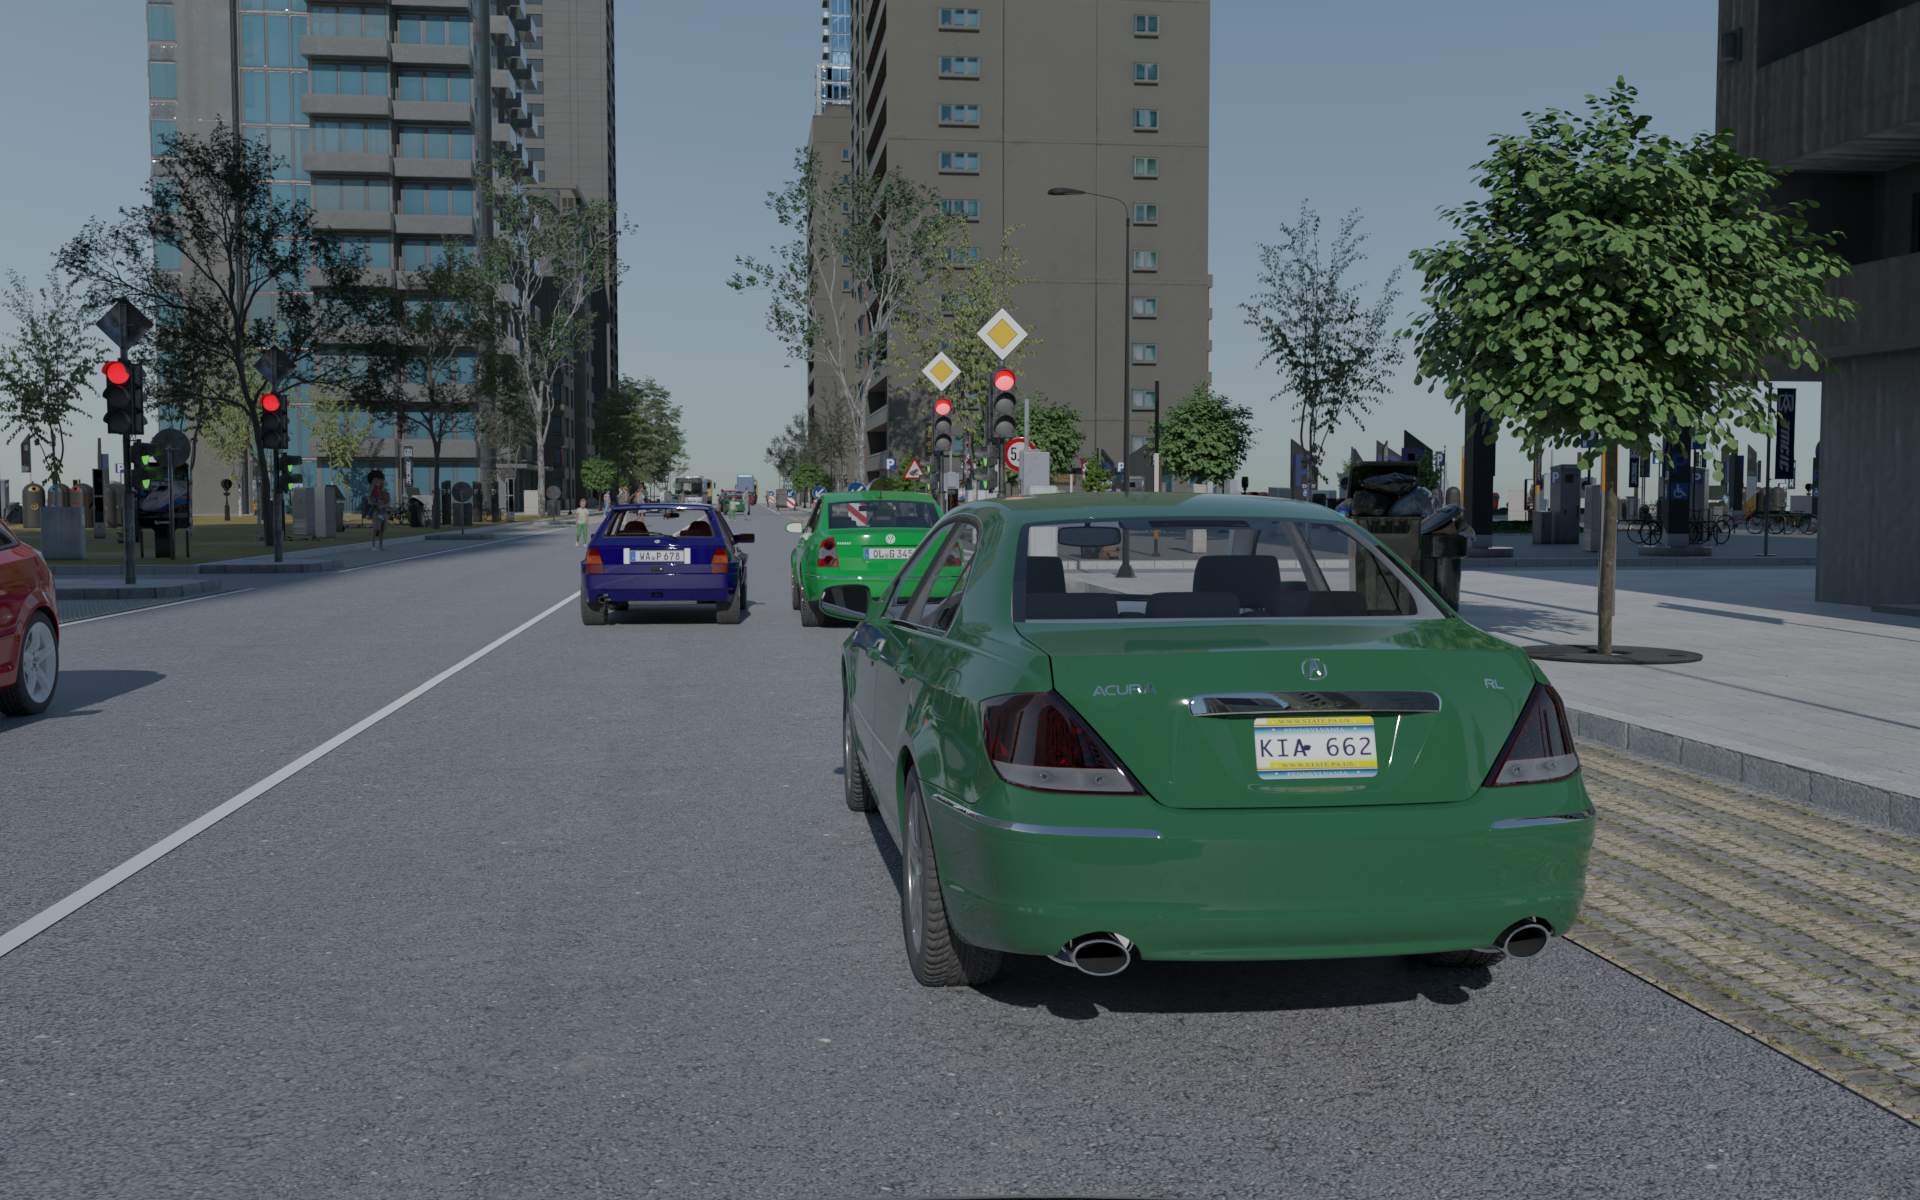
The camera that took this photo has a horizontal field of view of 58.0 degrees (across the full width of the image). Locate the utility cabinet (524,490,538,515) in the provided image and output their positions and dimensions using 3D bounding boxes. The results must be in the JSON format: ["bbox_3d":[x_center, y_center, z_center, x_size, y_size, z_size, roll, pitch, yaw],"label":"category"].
[{"bbox_3d":[-25.789,-5.889,104.965,1.173,1.500,0.318,0,4,3],"label":"utility cabinet"}]

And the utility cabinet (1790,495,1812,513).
[{"bbox_3d":[39.533,-4.292,81.343,0.306,1.237,1.020,-2,4,-30],"label":"utility cabinet"}]

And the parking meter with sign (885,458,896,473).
[{"bbox_3d":[-3.061,-5.448,85.328,0.543,3.016,1.738,1,4,23],"label":"parking meter with sign"}]

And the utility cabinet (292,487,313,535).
[{"bbox_3d":[-20.458,-2.770,53.973,0.318,1.500,1.173,-3,5,-41],"label":"utility cabinet"}]

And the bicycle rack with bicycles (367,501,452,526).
[{"bbox_3d":[-22.860,-3.534,71.168,2.925,0.926,2.852,1,4,20],"label":"bicycle rack with bicycles"}]

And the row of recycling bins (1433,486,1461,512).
[{"bbox_3d":[25.440,-5.319,94.072,3.534,1.692,1.069,2,4,34],"label":"row of recycling bins"}]

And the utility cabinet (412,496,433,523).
[{"bbox_3d":[-23.555,-3.965,75.987,0.306,1.237,1.020,2,4,24],"label":"utility cabinet"}]

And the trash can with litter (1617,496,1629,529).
[{"bbox_3d":[23.281,-3.117,62.019,2.233,1.210,1.678,0,4,5],"label":"trash can with litter"}]

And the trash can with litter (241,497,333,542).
[{"bbox_3d":[-18.477,-2.239,47.662,2.233,1.210,1.678,0,4,-6],"label":"trash can with litter"}]

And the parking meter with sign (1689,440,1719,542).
[{"bbox_3d":[20.179,-3.119,47.257,0.543,3.016,1.738,2,4,32],"label":"parking meter with sign"}]

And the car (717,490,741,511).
[{"bbox_3d":[-19.354,-8.403,146.056,2.281,1.827,5.304,-1,4,-9],"label":"car"}]

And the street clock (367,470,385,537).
[{"bbox_3d":[-17.589,-2.915,52.223,0.471,2.002,0.358,0,4,-4],"label":"street clock"}]

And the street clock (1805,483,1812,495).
[{"bbox_3d":[56.635,-6.790,115.583,0.358,2.002,0.471,-1,4,-21],"label":"street clock"}]

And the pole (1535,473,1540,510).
[{"bbox_3d":[23.937,-4.772,71.862,0.158,3.312,0.155,0,3,0],"label":"pole"}]

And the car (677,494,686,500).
[{"bbox_3d":[-24.457,-8.314,147.728,2.131,1.459,4.920,-1,4,-9],"label":"car"}]

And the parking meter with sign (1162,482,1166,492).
[{"bbox_3d":[12.828,-7.016,110.970,1.738,3.016,0.543,-1,4,-17],"label":"parking meter with sign"}]

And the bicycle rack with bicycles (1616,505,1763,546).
[{"bbox_3d":[18.242,-1.885,44.206,2.925,0.926,2.852,0,4,-5],"label":"bicycle rack with bicycles"}]

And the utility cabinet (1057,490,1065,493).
[{"bbox_3d":[6.008,-5.841,104.183,0.318,1.500,1.173,1,4,21],"label":"utility cabinet"}]

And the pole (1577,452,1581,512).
[{"bbox_3d":[30.043,-5.520,84.091,0.158,3.312,0.155,0,3,0],"label":"pole"}]

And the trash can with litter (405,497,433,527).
[{"bbox_3d":[-20.852,-3.395,66.900,0.624,1.170,1.055,2,4,32],"label":"trash can with litter"}]

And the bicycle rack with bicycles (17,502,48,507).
[{"bbox_3d":[-42.755,-4.121,80.761,2.852,0.926,2.925,0,4,2],"label":"bicycle rack with bicycles"}]

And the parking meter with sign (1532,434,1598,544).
[{"bbox_3d":[15.524,-2.950,44.493,1.738,3.016,0.543,-2,4,-25],"label":"parking meter with sign"}]

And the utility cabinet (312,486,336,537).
[{"bbox_3d":[-18.665,-2.586,50.962,0.318,1.500,1.173,-2,4,-34],"label":"utility cabinet"}]

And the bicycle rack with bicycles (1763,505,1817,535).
[{"bbox_3d":[26.192,-2.571,55.421,2.852,0.926,2.925,-2,4,-30],"label":"bicycle rack with bicycles"}]

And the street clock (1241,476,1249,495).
[{"bbox_3d":[11.714,-4.077,71.226,0.358,2.002,0.471,1,4,19],"label":"street clock"}]

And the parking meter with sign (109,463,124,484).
[{"bbox_3d":[-48.331,-6.288,99.062,1.738,3.016,0.543,3,5,41],"label":"parking meter with sign"}]

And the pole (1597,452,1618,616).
[{"bbox_3d":[6.818,-1.489,18.181,0.158,3.312,0.155,0,3,0],"label":"pole"}]

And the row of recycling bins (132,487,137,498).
[{"bbox_3d":[-33.560,-3.843,69.952,1.069,1.692,3.534,0,4,0],"label":"row of recycling bins"}]

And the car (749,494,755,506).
[{"bbox_3d":[-26.296,-12.466,212.851,2.155,1.783,4.494,0,4,-7],"label":"car"}]

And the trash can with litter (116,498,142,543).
[{"bbox_3d":[-21.761,-2.086,45.488,0.624,1.170,1.055,-1,4,-12],"label":"trash can with litter"}]

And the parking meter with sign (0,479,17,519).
[{"bbox_3d":[-49.146,-5.656,88.731,1.738,3.016,0.543,0,4,3],"label":"parking meter with sign"}]

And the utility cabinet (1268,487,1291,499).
[{"bbox_3d":[10.042,-2.793,54.339,0.318,1.500,1.173,2,4,33],"label":"utility cabinet"}]

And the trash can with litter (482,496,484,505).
[{"bbox_3d":[-29.048,-5.761,105.257,1.678,1.210,2.233,-3,5,-45],"label":"trash can with litter"}]

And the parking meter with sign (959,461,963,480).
[{"bbox_3d":[-0.318,-5.247,82.045,0.543,3.016,1.738,3,5,42],"label":"parking meter with sign"}]

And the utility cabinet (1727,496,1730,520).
[{"bbox_3d":[33.123,-3.933,75.473,1.020,1.237,0.306,-3,4,-36],"label":"utility cabinet"}]

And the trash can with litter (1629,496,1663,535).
[{"bbox_3d":[22.507,-2.698,55.176,1.678,1.210,2.233,2,4,32],"label":"trash can with litter"}]

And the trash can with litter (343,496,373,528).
[{"bbox_3d":[-22.909,-3.362,66.031,2.233,1.210,1.678,0,4,-2],"label":"trash can with litter"}]

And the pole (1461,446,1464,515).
[{"bbox_3d":[21.320,-4.860,73.310,0.158,3.312,0.155,0,3,0],"label":"pole"}]

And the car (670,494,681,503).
[{"bbox_3d":[-23.844,-7.975,142.189,2.131,1.459,4.920,0,4,-6],"label":"car"}]

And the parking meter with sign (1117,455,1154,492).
[{"bbox_3d":[7.457,-4.733,73.648,1.738,3.016,0.543,2,4,26],"label":"parking meter with sign"}]

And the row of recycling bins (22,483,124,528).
[{"bbox_3d":[-33.523,-3.555,65.232,3.534,1.692,1.069,0,4,1],"label":"row of recycling bins"}]

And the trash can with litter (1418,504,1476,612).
[{"bbox_3d":[4.939,-0.441,18.601,1.055,1.170,0.624,-1,4,-11],"label":"trash can with litter"}]

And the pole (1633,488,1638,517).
[{"bbox_3d":[34.891,-5.842,89.360,0.158,3.312,0.155,0,3,0],"label":"pole"}]

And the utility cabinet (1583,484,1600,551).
[{"bbox_3d":[14.171,-1.837,38.714,0.318,1.500,1.173,1,4,12],"label":"utility cabinet"}]

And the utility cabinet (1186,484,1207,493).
[{"bbox_3d":[5.177,-1.786,37.888,0.318,1.500,1.173,0,3,0],"label":"utility cabinet"}]

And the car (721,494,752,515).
[{"bbox_3d":[-15.372,-6.566,119.150,2.131,1.459,4.920,0,4,-8],"label":"car"}]

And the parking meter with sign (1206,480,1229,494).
[{"bbox_3d":[13.044,-5.523,86.562,1.738,3.016,0.543,-1,4,-23],"label":"parking meter with sign"}]

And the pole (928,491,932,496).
[{"bbox_3d":[-1.021,-4.063,60.273,0.158,3.312,0.155,0,3,0],"label":"pole"}]

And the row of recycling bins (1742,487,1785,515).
[{"bbox_3d":[44.494,-5.449,96.205,1.069,1.692,3.534,-1,4,-12],"label":"row of recycling bins"}]

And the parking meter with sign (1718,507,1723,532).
[{"bbox_3d":[24.668,-3.772,57.936,1.738,3.016,0.543,-1,4,-13],"label":"parking meter with sign"}]

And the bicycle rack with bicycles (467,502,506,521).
[{"bbox_3d":[-22.785,-4.184,81.784,2.925,0.926,2.852,-1,4,-15],"label":"bicycle rack with bicycles"}]

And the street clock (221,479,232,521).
[{"bbox_3d":[-35.142,-4.798,83.020,0.358,2.002,0.471,2,4,32],"label":"street clock"}]

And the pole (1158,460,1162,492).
[{"bbox_3d":[7.195,-4.208,62.646,0.158,3.312,0.155,0,3,0],"label":"pole"}]

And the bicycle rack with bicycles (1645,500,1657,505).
[{"bbox_3d":[45.048,-6.005,111.567,2.925,0.926,2.852,1,4,15],"label":"bicycle rack with bicycles"}]

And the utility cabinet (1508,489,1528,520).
[{"bbox_3d":[26.735,-4.513,82.468,1.173,1.500,0.318,1,4,21],"label":"utility cabinet"}]

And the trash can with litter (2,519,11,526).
[{"bbox_3d":[-38.477,-3.529,69.085,1.055,1.170,0.624,-1,4,-22],"label":"trash can with litter"}]

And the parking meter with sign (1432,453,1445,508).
[{"bbox_3d":[19.710,-4.739,73.735,1.738,3.016,0.543,-1,4,-16],"label":"parking meter with sign"}]

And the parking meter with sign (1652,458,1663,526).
[{"bbox_3d":[27.788,-4.391,68.052,0.543,3.016,1.738,0,4,1],"label":"parking meter with sign"}]
